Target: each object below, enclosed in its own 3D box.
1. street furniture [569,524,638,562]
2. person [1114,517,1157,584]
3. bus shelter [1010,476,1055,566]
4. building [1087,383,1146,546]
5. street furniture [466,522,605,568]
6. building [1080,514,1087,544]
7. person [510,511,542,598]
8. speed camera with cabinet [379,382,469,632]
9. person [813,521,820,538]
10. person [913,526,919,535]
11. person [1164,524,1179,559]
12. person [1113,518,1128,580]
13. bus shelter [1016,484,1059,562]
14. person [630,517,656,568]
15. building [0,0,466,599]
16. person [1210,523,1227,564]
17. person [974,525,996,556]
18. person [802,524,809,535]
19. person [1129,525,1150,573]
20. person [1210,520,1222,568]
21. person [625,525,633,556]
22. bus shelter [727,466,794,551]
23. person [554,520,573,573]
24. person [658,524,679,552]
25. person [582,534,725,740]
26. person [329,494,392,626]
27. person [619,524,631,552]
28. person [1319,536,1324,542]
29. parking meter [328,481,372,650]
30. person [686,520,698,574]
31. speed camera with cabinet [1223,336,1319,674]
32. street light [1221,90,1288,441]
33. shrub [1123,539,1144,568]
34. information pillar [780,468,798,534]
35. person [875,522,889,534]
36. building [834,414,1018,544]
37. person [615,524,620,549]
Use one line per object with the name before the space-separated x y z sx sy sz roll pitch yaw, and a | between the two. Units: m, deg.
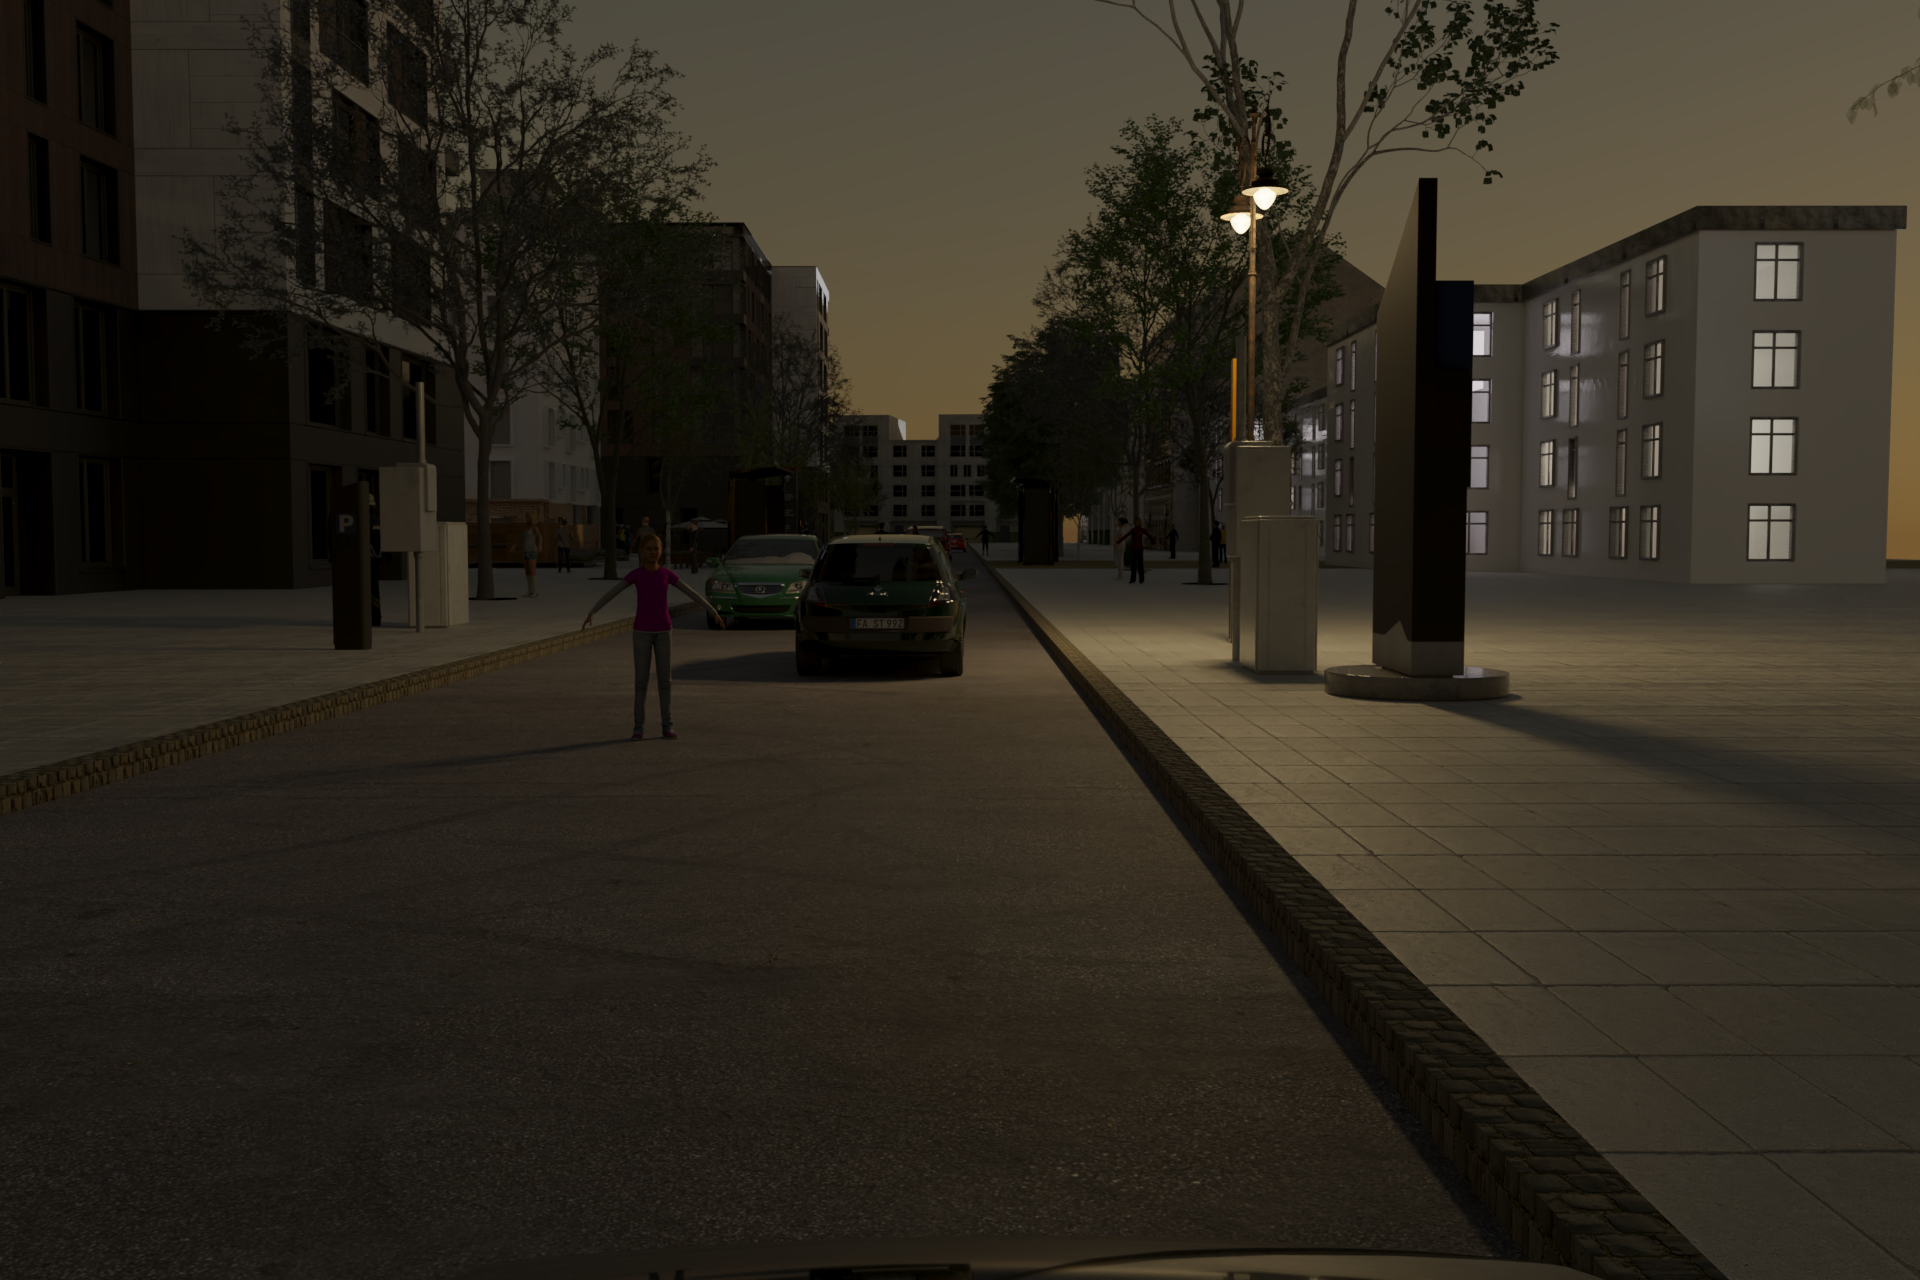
street furniture | -18.478 -4.551 81.259 9.812 1.723 11.010 1 4 12
person | 4.566 -2.332 44.942 1.215 1.729 0.721 -1 4 -20
bus shelter | 3.069 -5.021 73.381 1.731 3.624 6.357 0 3 0
building | 24.943 -20.858 207.480 16.747 18.905 31.486 0 4 0
street furniture | -16.779 -3.800 68.990 9.812 1.723 11.010 0 4 -7
building | 26.095 -24.629 233.607 19.493 23.208 18.063 0 4 0
person | -8.753 -1.737 35.015 0.721 1.753 1.214 -3 5 -42
speed camera with cabinet | -7.223 -1.775 23.356 0.660 3.252 2.038 0 4 0
person | -5.896 -3.954 70.782 0.705 1.813 1.348 -1 4 -14
person | -1.966 -4.077 75.349 0.704 1.802 1.346 1 4 14
person | 10.967 -5.092 89.483 0.704 1.802 1.346 -2 4 -25
person | 4.436 -2.569 48.766 0.721 1.739 1.217 1 4 10
bus shelter | 3.679 -5.560 82.189 1.731 3.624 6.357 0 4 -1
person | -8.780 -2.539 48.115 0.990 1.755 0.434 -3 5 -41
building | -29.323 -11.818 37.205 27.936 21.610 32.646 0 3 0
person | 11.397 -4.200 75.130 1.216 1.772 0.721 -1 4 -12
person | 1.513 -5.945 103.334 1.346 1.812 0.704 0 4 2
person | -7.156 -4.410 78.825 0.721 1.740 1.216 -2 4 -34
person | 5.906 -3.105 56.674 0.599 1.838 0.709 -3 4 -36
person | 9.800 -3.690 66.523 0.705 1.806 1.347 2 4 29
person | -19.338 -5.803 101.007 0.704 1.817 1.347 -3 4 -39
bus shelter | -7.201 -4.392 63.092 1.731 3.624 6.357 0 4 0
person | -13.201 -3.131 57.759 0.617 1.759 0.750 -1 4 -10
person | -16.001 -5.413 94.643 1.345 1.843 0.704 -2 4 -24
person | -2.135 -0.021 12.072 0.991 1.433 0.599 -1 4 -17
person | -8.232 -1.108 23.977 0.704 1.845 1.351 1 4 15
person | -19.099 -5.612 97.718 1.349 1.833 0.705 2 4 27
person | 16.407 -4.566 80.509 1.347 1.847 0.705 -3 5 -39
parking meter | -6.768 -0.826 19.211 0.399 1.863 0.255 0 4 0
person | -8.746 -3.021 56.231 0.742 1.727 0.445 3 5 42
speed camera with cabinet | 2.994 -1.369 16.715 0.660 3.252 2.038 0 4 0
street light | 3.141 -2.807 18.678 0.468 5.910 1.993 0 4 0
shrub | 6.515 -3.336 65.664 1.383 1.207 1.383 0 3 0
information pillar | -6.723 -4.816 68.125 0.750 3.857 0.750 0 4 0
person | -2.662 -3.097 59.032 1.347 1.837 0.705 1 4 12
building | -2.172 -24.035 261.882 31.486 18.905 16.747 0 4 7
person | -18.868 -5.481 95.399 0.705 1.856 1.354 -1 4 -15
